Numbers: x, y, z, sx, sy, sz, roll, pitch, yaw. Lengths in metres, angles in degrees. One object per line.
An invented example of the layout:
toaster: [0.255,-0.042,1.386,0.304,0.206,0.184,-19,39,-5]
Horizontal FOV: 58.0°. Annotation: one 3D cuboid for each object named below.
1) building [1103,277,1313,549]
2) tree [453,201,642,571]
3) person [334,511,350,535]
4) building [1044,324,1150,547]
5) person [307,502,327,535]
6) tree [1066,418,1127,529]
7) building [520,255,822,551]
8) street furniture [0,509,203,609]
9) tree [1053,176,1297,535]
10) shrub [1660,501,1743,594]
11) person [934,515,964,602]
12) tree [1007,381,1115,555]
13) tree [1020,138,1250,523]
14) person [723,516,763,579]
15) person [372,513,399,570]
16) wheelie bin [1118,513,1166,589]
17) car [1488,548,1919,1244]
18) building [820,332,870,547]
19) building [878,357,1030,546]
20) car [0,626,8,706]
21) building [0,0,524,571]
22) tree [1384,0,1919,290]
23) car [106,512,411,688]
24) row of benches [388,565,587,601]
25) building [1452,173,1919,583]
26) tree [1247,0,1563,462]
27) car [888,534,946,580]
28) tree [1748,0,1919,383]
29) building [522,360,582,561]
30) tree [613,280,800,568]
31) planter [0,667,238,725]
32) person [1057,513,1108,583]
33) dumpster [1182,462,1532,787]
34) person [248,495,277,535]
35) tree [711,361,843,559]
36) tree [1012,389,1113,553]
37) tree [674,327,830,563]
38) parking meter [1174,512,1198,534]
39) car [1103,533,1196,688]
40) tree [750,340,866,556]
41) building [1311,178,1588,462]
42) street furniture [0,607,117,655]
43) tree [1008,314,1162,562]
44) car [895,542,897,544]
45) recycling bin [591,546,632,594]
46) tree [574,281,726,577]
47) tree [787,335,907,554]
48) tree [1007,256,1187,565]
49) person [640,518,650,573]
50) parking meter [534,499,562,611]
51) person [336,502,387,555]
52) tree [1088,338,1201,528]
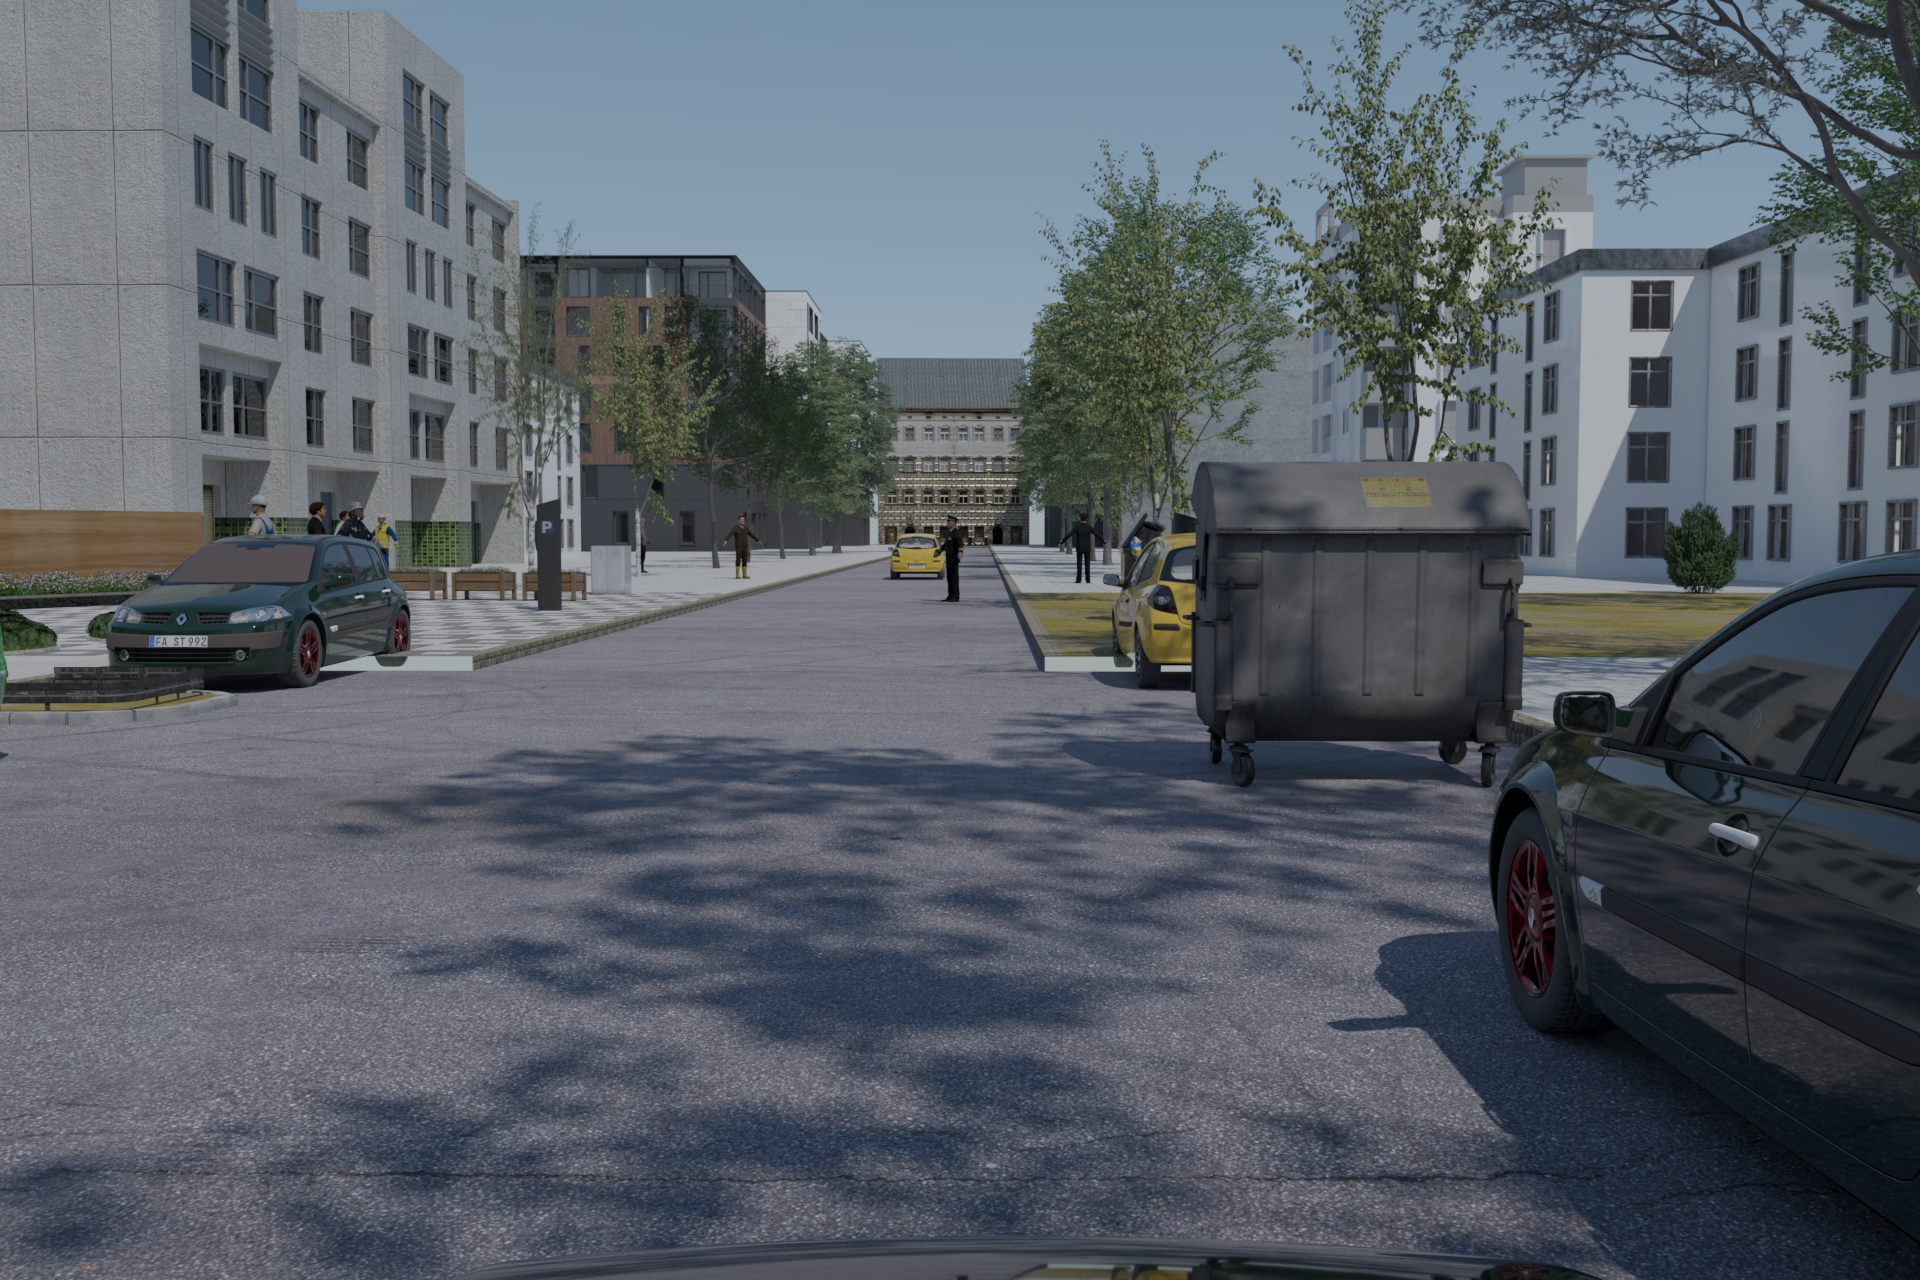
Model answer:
building: [22.979,-19.878,155.934,19.493,23.208,18.063,0,4,0]
tree: [-9.902,-5.424,39.053,4.360,8.622,3.978,0,3,0]
person: [-13.851,-2.014,39.121,0.705,1.806,1.347,0,4,5]
building: [22.874,-20.850,184.878,27.936,21.610,32.646,0,4,1]
person: [-10.464,-1.354,28.327,0.705,1.806,1.347,-2,4,-26]
tree: [7.077,-8.595,90.892,4.737,8.622,4.395,0,3,0]
building: [-26.775,-18.312,143.378,27.936,21.610,32.646,0,4,0]
street furniture: [-18.032,-1.529,31.856,11.010,1.723,9.812,1,4,22]
tree: [6.279,-7.671,51.181,9.928,11.665,9.643,0,3,0]
shrub: [16.004,-2.018,37.410,1.690,2.028,1.600,0,3,0]
person: [-0.184,-1.721,36.526,0.705,1.837,1.347,-2,4,-23]
tree: [6.480,-11.584,107.525,7.486,12.596,7.792,0,3,0]
tree: [3.477,-4.984,31.847,4.737,8.622,4.395,0,3,0]
person: [-6.245,-2.659,49.609,1.346,1.812,0.704,-3,5,-41]
person: [-15.465,-2.467,46.305,1.349,1.833,0.705,2,4,28]
wheelie bin: [2.702,-1.084,25.635,0.693,1.594,0.980,0,4,-1]
car: [2.474,0.368,3.770,2.009,1.686,4.222,0,4,1]
building: [-24.498,-20.614,181.010,27.936,21.610,32.646,0,4,1]
building: [-1.118,-23.332,214.858,18.063,23.208,19.493,0,4,-2]
car: [-6.747,0.010,8.633,1.959,1.807,4.718,0,4,1]
building: [-27.733,-11.783,59.107,16.747,18.905,31.486,0,4,2]
tree: [8.027,-6.310,13.535,12.009,13.543,11.850,0,3,0]
car: [-6.905,-0.465,17.391,2.009,1.686,4.222,0,4,1]
row of benches: [-9.324,-1.112,33.651,4.104,0.672,1.422,1,4,9]
building: [22.732,-6.665,51.122,9.099,9.664,28.070,0,4,1]
tree: [5.969,-4.461,23.292,4.737,8.622,4.395,0,3,0]
car: [-1.336,-2.779,55.660,2.015,1.641,3.980,0,4,0]
tree: [16.613,-6.249,27.920,9.928,11.665,9.643,0,3,0]
building: [-25.014,-9.286,93.966,9.099,9.664,28.070,0,4,0]
tree: [-9.440,-7.948,64.369,7.601,10.594,8.767,0,4,-2]
planter: [-7.032,0.436,14.004,1.991,0.319,1.994,0,4,0]
person: [3.207,-2.393,45.056,1.347,1.837,0.705,0,4,-4]
dumpster: [2.306,-0.126,10.279,1.865,1.857,1.264,0,4,1]
person: [-10.073,-1.164,24.892,0.705,1.847,1.347,0,4,3]
tree: [-9.419,-9.436,88.694,7.601,10.594,8.767,1,4,12]
tree: [7.214,-11.864,119.726,9.928,11.665,9.643,0,3,0]
tree: [-9.208,-8.741,77.324,7.601,10.594,8.767,-2,4,-34]
parking meter: [2.661,-0.714,20.089,0.372,1.533,0.369,0,3,0]
car: [2.495,-0.446,17.514,2.015,1.641,3.980,0,4,0]
tree: [-9.058,-11.219,101.559,7.486,12.596,7.792,0,3,0]
building: [25.393,-14.819,98.714,16.016,20.090,11.380,0,4,1]
street furniture: [-13.309,-0.298,20.501,10.072,0.657,5.734,0,4,2]
tree: [6.093,-9.495,80.995,9.928,11.665,9.643,0,3,0]
car: [-2.083,-4.458,84.684,2.131,1.459,4.920,0,4,1]
recycling bin: [-7.469,-1.502,37.104,0.722,1.027,0.722,0,4,2]
tree: [-9.315,-6.166,51.183,4.737,8.622,4.395,0,3,0]
tree: [-8.049,-12.626,113.087,9.857,13.997,8.962,0,3,0]
tree: [5.649,-9.318,70.480,7.486,12.596,7.792,0,3,0]
person: [-10.462,-3.122,57.174,0.705,1.813,1.348,-1,4,-20]
parking meter: [-6.889,-1.423,28.972,0.399,1.863,0.255,0,4,0]
person: [-10.788,-1.544,31.023,0.705,1.856,1.354,1,4,20]
tree: [6.368,-6.788,61.340,4.737,8.622,4.395,0,3,0]
